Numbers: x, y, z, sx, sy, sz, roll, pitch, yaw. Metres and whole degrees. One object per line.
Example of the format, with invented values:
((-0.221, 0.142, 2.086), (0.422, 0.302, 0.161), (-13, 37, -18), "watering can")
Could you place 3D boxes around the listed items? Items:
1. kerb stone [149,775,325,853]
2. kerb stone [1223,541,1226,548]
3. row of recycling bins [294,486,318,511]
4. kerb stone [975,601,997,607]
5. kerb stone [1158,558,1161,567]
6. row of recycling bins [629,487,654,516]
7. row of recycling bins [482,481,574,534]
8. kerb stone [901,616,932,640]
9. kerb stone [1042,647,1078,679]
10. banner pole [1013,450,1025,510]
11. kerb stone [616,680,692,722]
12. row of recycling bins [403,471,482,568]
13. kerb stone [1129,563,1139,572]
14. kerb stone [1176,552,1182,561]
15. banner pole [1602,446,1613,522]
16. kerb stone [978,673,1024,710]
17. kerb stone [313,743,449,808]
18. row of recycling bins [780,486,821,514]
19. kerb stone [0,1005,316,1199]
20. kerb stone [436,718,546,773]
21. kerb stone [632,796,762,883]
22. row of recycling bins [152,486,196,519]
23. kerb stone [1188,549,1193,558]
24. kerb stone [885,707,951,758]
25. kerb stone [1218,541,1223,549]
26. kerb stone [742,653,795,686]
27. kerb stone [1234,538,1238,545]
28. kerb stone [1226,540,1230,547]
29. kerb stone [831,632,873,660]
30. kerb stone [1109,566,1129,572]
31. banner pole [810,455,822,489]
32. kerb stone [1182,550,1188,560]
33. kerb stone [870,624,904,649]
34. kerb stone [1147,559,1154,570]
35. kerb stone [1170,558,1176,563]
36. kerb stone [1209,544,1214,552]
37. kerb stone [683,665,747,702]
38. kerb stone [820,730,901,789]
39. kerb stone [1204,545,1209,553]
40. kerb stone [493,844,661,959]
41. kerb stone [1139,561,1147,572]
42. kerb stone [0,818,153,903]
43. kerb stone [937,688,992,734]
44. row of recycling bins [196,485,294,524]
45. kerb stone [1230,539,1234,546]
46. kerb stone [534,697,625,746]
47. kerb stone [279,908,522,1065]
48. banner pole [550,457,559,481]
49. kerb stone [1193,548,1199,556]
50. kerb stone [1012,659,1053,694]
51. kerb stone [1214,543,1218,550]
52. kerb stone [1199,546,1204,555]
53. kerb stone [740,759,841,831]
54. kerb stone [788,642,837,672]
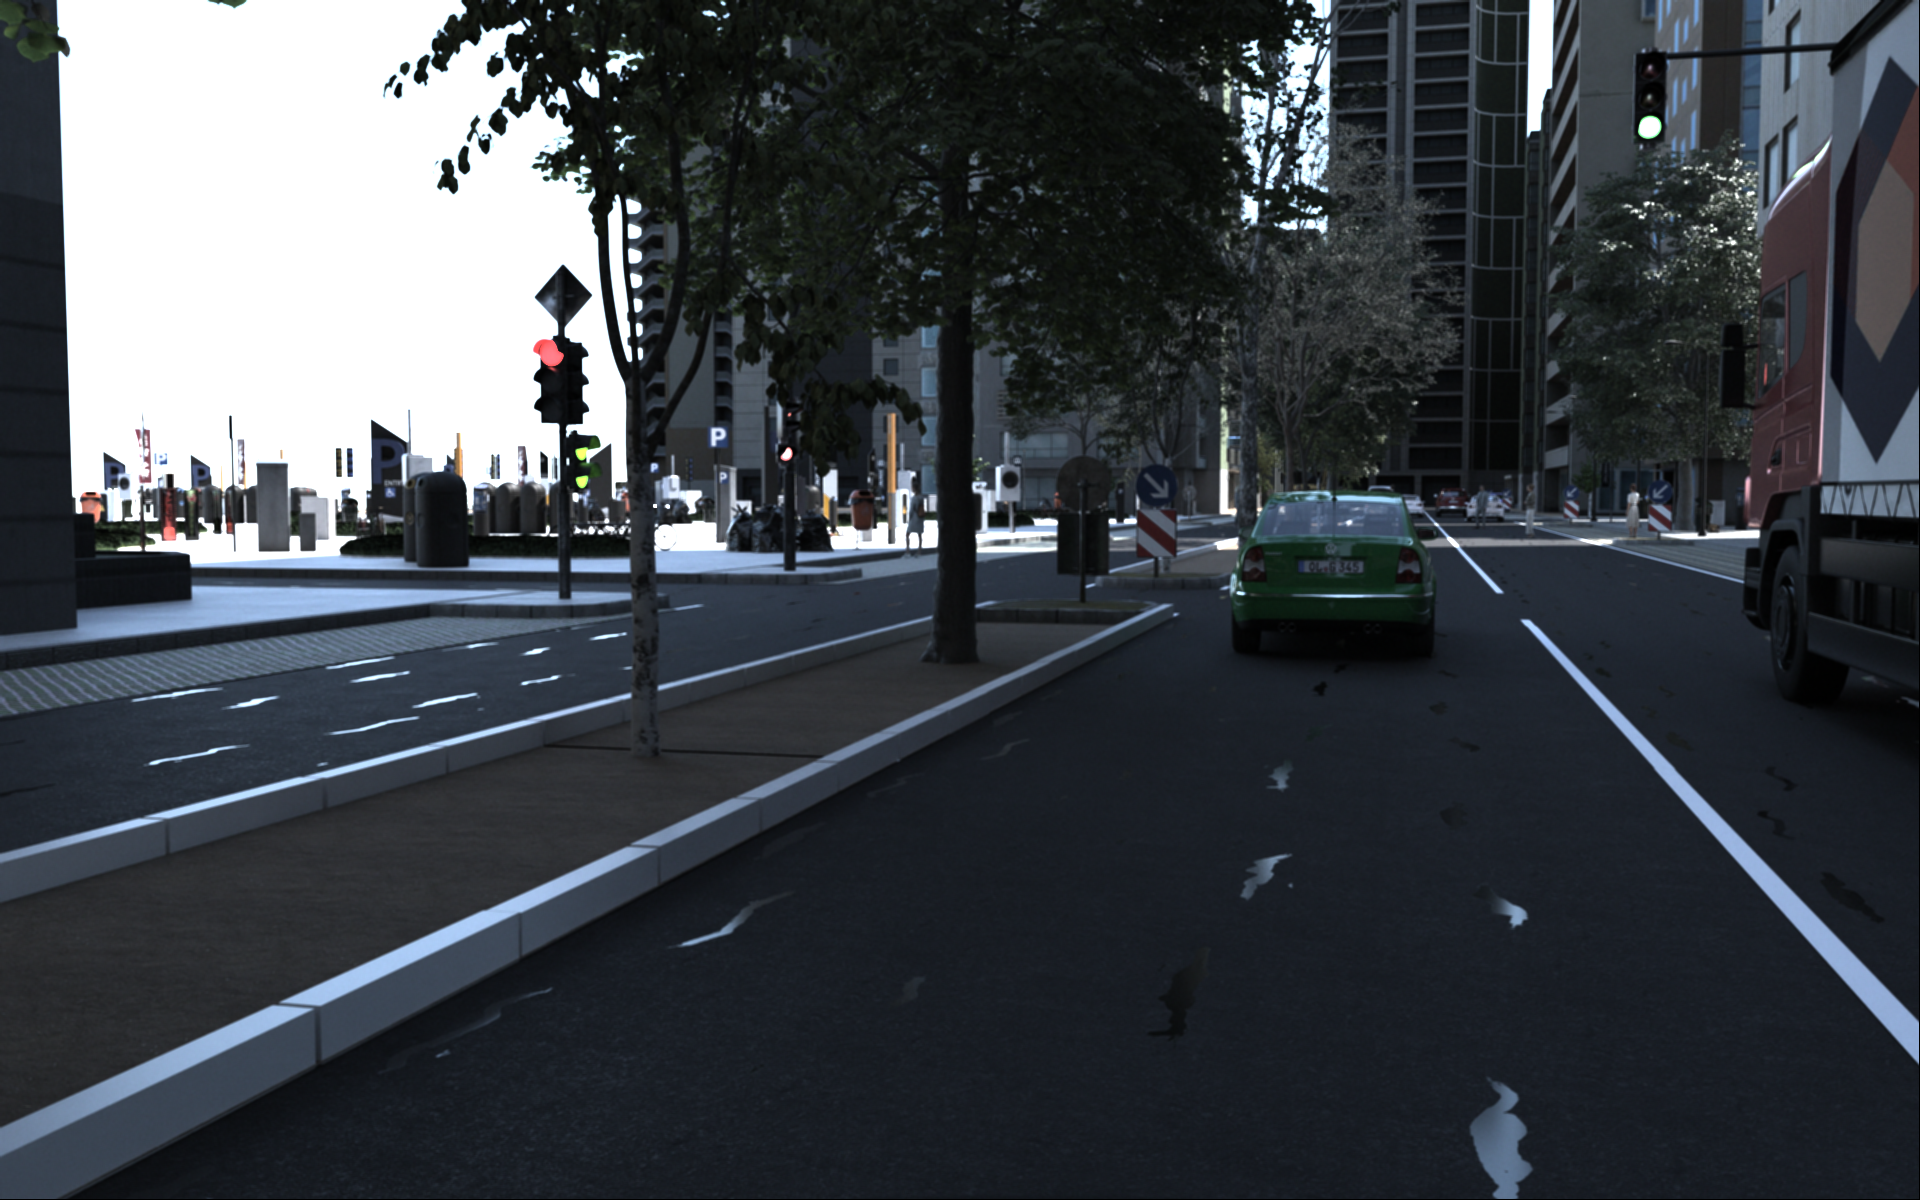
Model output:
((-3.061, 0.908, 7.351), (0.120, 0.150, 1.000), (1, 4, 14), "kerb stone")
((6.834, -1.431, 45.591), (0.120, 0.150, 1.000), (1, 4, 14), "kerb stone")
((-38.666, -5.780, 101.622), (1.069, 1.692, 3.534), (0, 3, 0), "row of recycling bins")
((0.285, 0.122, 20.262), (0.120, 0.150, 1.000), (1, 4, 14), "kerb stone")
((3.750, -0.702, 33.675), (0.120, 0.150, 1.000), (1, 4, 14), "kerb stone")
((-18.130, -5.563, 98.066), (1.069, 1.692, 3.534), (2, 4, 28), "row of recycling bins")
((-14.154, -2.995, 56.087), (3.534, 1.692, 1.069), (1, 4, 14), "row of recycling bins")
((-0.489, 0.300, 17.285), (0.120, 0.150, 1.000), (1, 4, 14), "kerb stone")
((0.766, 0.516, 13.766), (0.120, 0.150, 1.000), (1, 4, 14), "kerb stone")
((3.443, -6.669, 99.059), (0.863, 3.779, 0.401), (0, 4, -2), "banner pole")
((-2.027, 0.665, 11.317), (0.120, 0.150, 1.000), (1, 4, 14), "kerb stone")
((-9.595, -1.509, 31.783), (1.069, 1.692, 3.534), (-1, 4, -22), "row of recycling bins")
((2.987, -0.518, 30.693), (0.120, 0.150, 1.000), (1, 4, 14), "kerb stone")
((4.526, -0.885, 36.660), (0.120, 0.150, 1.000), (1, 4, 14), "kerb stone")
((29.377, -5.412, 78.497), (0.863, 3.779, 0.401), (-2, 4, -26), "banner pole")
((0.254, 0.638, 11.784), (0.120, 0.150, 1.000), (1, 4, 14), "kerb stone")
((-2.799, 0.849, 8.344), (0.120, 0.150, 1.000), (1, 4, 14), "kerb stone")
((-7.808, -4.763, 84.987), (1.069, 1.692, 3.534), (-2, 4, -29), "row of recycling bins")
((-1.791, 1.122, 3.852), (0.120, 0.150, 1.000), (1, 4, 14), "kerb stone")
((-2.541, 0.788, 9.334), (0.120, 0.150, 1.000), (1, 4, 14), "kerb stone")
((-1.028, 0.943, 6.828), (0.120, 0.150, 1.000), (1, 4, 14), "kerb stone")
((-41.016, -5.185, 91.879), (1.069, 1.692, 3.534), (3, 5, 43), "row of recycling bins")
((5.024, -1.006, 38.643), (0.120, 0.150, 1.000), (1, 4, 14), "kerb stone")
((-0.254, 0.758, 9.803), (0.120, 0.150, 1.000), (1, 4, 14), "kerb stone")
((6.584, -1.370, 44.599), (0.120, 0.150, 1.000), (1, 4, 14), "kerb stone")
((-1.514, 0.546, 13.307), (0.120, 0.150, 1.000), (1, 4, 14), "kerb stone")
((7.604, -1.613, 48.568), (0.120, 0.150, 1.000), (1, 4, 14), "kerb stone")
((7.091, -1.492, 46.583), (0.120, 0.150, 1.000), (1, 4, 14), "kerb stone")
((-1.001, 0.422, 15.298), (0.120, 0.150, 1.000), (1, 4, 14), "kerb stone")
((2.724, -0.459, 29.705), (0.120, 0.150, 1.000), (1, 4, 14), "kerb stone")
((-7.995, -6.440, 95.309), (0.863, 3.779, 0.401), (1, 4, 15), "banner pole")
((4.779, -0.945, 37.651), (0.120, 0.150, 1.000), (1, 4, 14), "kerb stone")
((-0.747, 0.361, 16.296), (0.120, 0.150, 1.000), (1, 4, 14), "kerb stone")
((3.496, -0.642, 32.684), (0.120, 0.150, 1.000), (1, 4, 14), "kerb stone")
((4.268, -0.822, 35.661), (0.120, 0.150, 1.000), (1, 4, 14), "kerb stone")
((6.063, -1.249, 42.612), (0.120, 0.150, 1.000), (1, 4, 14), "kerb stone")
((-1.775, 0.607, 12.319), (0.120, 0.150, 1.000), (1, 4, 14), "kerb stone")
((-0.511, 0.819, 8.814), (0.120, 0.150, 1.000), (1, 4, 14), "kerb stone")
((5.809, -1.188, 41.617), (0.120, 0.150, 1.000), (1, 4, 14), "kerb stone")
((-1.282, 1.006, 5.832), (0.120, 0.150, 1.000), (1, 4, 14), "kerb stone")
((3.243, -0.580, 31.684), (0.120, 0.150, 1.000), (1, 4, 14), "kerb stone")
((-3.316, 0.969, 6.360), (0.120, 0.150, 1.000), (1, 4, 14), "kerb stone")
((0.006, 0.697, 10.792), (0.120, 0.150, 1.000), (1, 4, 14), "kerb stone")
((-30.904, -4.150, 74.963), (3.534, 1.692, 1.069), (-1, 4, -10), "row of recycling bins")
((7.346, -1.552, 47.578), (0.120, 0.150, 1.000), (1, 4, 14), "kerb stone")
((-2.286, 0.726, 10.327), (0.120, 0.150, 1.000), (1, 4, 14), "kerb stone")
((-1.535, 1.061, 4.841), (0.120, 0.150, 1.000), (1, 4, 14), "kerb stone")
((-24.105, -6.954, 103.710), (0.863, 3.779, 0.401), (0, 4, -3), "banner pole")
((5.289, -1.066, 39.631), (0.120, 0.150, 1.000), (1, 4, 14), "kerb stone")
((0.511, 0.580, 12.776), (0.120, 0.150, 1.000), (1, 4, 14), "kerb stone")
((6.318, -1.310, 43.612), (0.120, 0.150, 1.000), (1, 4, 14), "kerb stone")
((5.545, -1.126, 40.621), (0.120, 0.150, 1.000), (1, 4, 14), "kerb stone")
((-0.767, 0.882, 7.819), (0.120, 0.150, 1.000), (1, 4, 14), "kerb stone")
((-1.257, 0.483, 14.302), (0.120, 0.150, 1.000), (1, 4, 14), "kerb stone")
